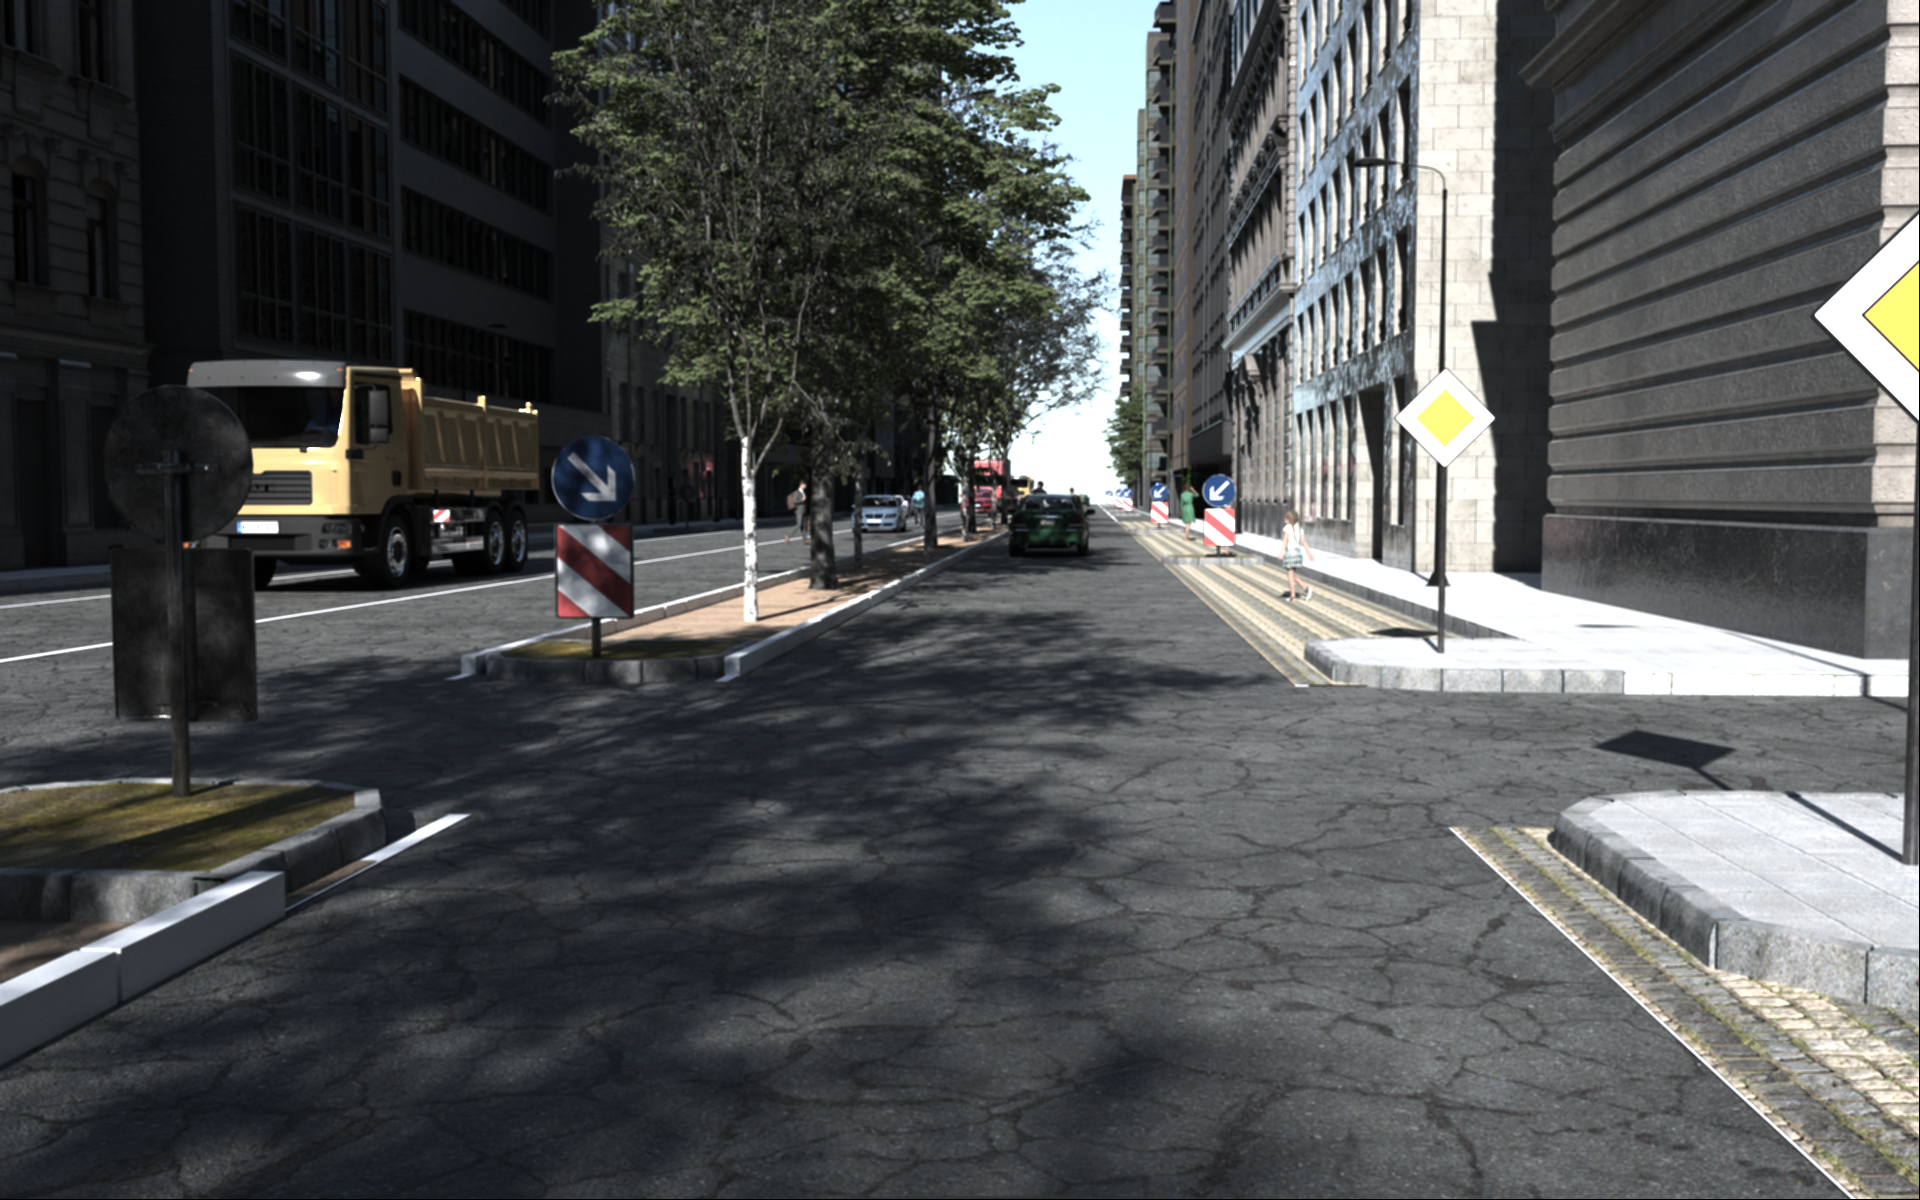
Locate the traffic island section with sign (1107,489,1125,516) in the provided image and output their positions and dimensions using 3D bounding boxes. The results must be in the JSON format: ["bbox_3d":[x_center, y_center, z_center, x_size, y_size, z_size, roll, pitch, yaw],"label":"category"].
[{"bbox_3d":[10.848,-6.415,113.521,1.989,1.847,2.006,0,4,4],"label":"traffic island section with sign"}]

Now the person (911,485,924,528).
[{"bbox_3d":[-1.734,-3.959,73.254,0.660,1.820,0.620,-1,4,-12],"label":"person"}]

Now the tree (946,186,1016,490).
[{"bbox_3d":[-0.715,-5.190,37.673,4.360,8.622,3.978,0,3,0],"label":"tree"}]

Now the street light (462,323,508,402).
[{"bbox_3d":[-13.006,-4.574,47.332,1.470,5.913,1.316,0,4,4],"label":"street light"}]

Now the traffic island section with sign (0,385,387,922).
[{"bbox_3d":[-3.353,0.085,6.741,2.006,1.907,1.989,0,4,4],"label":"traffic island section with sign"}]

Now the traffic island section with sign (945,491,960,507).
[{"bbox_3d":[-0.652,-11.533,197.184,1.989,1.847,2.006,0,4,4],"label":"traffic island section with sign"}]

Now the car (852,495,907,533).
[{"bbox_3d":[-2.998,-3.241,64.989,2.014,1.417,4.499,0,4,3],"label":"car"}]

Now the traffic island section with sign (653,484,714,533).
[{"bbox_3d":[-10.305,-3.449,65.012,1.989,1.847,2.006,0,4,4],"label":"traffic island section with sign"}]

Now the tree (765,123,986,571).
[{"bbox_3d":[-1.909,-4.848,32.086,4.737,8.622,4.395,0,3,0],"label":"tree"}]

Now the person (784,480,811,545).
[{"bbox_3d":[-4.564,-2.494,49.249,0.822,1.834,0.622,0,4,5],"label":"person"}]

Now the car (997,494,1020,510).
[{"bbox_3d":[4.220,-8.912,154.387,2.281,1.827,5.304,0,4,4],"label":"car"}]

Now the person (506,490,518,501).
[{"bbox_3d":[-11.615,-2.208,44.813,0.699,1.804,1.509,-1,4,-8],"label":"person"}]

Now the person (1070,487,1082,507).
[{"bbox_3d":[5.140,-4.218,78.139,0.731,1.740,0.598,1,4,10],"label":"person"}]

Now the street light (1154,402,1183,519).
[{"bbox_3d":[10.709,-7.042,87.673,1.470,5.913,1.316,0,4,4],"label":"street light"}]

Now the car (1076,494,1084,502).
[{"bbox_3d":[11.516,-10.098,175.318,2.015,1.641,3.980,0,4,3],"label":"car"}]

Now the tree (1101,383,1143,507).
[{"bbox_3d":[18.142,-15.753,175.692,7.486,12.596,7.792,0,3,0],"label":"tree"}]

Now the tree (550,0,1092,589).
[{"bbox_3d":[-1.980,-6.402,25.249,7.486,12.596,7.792,0,3,0],"label":"tree"}]

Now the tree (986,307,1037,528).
[{"bbox_3d":[0.113,-6.266,55.277,4.737,8.622,4.395,0,3,0],"label":"tree"}]

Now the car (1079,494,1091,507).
[{"bbox_3d":[13.959,-11.443,198.883,2.131,1.459,4.920,0,4,5],"label":"car"}]

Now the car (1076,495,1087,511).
[{"bbox_3d":[5.332,-4.706,86.735,2.009,1.686,4.222,0,4,6],"label":"car"}]

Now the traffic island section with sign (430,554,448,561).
[{"bbox_3d":[-12.305,-1.779,37.717,1.989,1.847,2.006,0,4,4],"label":"traffic island section with sign"}]

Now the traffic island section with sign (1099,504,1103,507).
[{"bbox_3d":[16.874,-11.455,195.910,1.989,1.847,2.006,0,4,4],"label":"traffic island section with sign"}]

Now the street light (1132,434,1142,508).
[{"bbox_3d":[14.132,-9.828,133.225,1.470,5.913,1.316,0,4,4],"label":"street light"}]

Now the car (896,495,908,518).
[{"bbox_3d":[-4.123,-5.602,103.960,2.083,1.381,4.827,0,4,2],"label":"car"}]

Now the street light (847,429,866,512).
[{"bbox_3d":[-7.439,-9.280,124.273,1.470,5.913,1.316,0,4,4],"label":"street light"}]

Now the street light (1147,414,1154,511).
[{"bbox_3d":[11.618,-7.849,100.880,1.470,5.913,1.316,0,4,4],"label":"street light"}]

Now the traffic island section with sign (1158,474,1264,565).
[{"bbox_3d":[5.158,-1.649,35.582,1.989,1.847,2.006,0,4,4],"label":"traffic island section with sign"}]

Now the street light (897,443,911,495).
[{"bbox_3d":[-5.079,-11.249,156.459,1.470,5.913,1.316,0,4,4],"label":"street light"}]

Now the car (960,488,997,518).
[{"bbox_3d":[1.169,-6.041,107.439,2.281,1.827,5.304,0,4,4],"label":"car"}]

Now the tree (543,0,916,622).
[{"bbox_3d":[-2.340,-4.042,18.906,4.360,8.622,3.978,0,3,0],"label":"tree"}]

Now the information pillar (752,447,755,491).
[{"bbox_3d":[-10.310,-5.811,86.360,0.183,3.616,0.504,0,4,0],"label":"information pillar"}]

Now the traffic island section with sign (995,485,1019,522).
[{"bbox_3d":[2.664,-4.950,89.068,2.006,1.907,1.989,0,4,4],"label":"traffic island section with sign"}]

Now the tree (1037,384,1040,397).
[{"bbox_3d":[1.368,-7.305,72.248,4.737,8.622,4.395,0,3,0],"label":"tree"}]

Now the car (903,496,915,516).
[{"bbox_3d":[-3.955,-6.144,113.033,1.945,1.354,3.894,0,4,6],"label":"car"}]

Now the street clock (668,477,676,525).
[{"bbox_3d":[-11.961,-4.121,71.941,0.358,2.002,0.471,0,4,4],"label":"street clock"}]

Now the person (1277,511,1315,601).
[{"bbox_3d":[4.430,-0.577,22.950,0.505,1.210,0.382,-3,5,-44],"label":"person"}]

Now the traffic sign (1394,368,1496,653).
[{"bbox_3d":[3.874,-0.628,13.904,0.795,2.450,0.064,0,4,4],"label":"traffic sign"}]

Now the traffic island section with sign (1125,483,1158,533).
[{"bbox_3d":[7.200,-3.370,63.728,1.989,1.847,2.006,0,4,4],"label":"traffic island section with sign"}]

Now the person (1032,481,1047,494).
[{"bbox_3d":[2.433,-2.861,55.080,0.655,1.846,0.447,-2,4,-32],"label":"person"}]

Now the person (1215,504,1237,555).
[{"bbox_3d":[6.176,-1.630,40.172,0.505,1.210,0.382,-2,4,-35],"label":"person"}]

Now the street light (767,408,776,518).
[{"bbox_3d":[-9.688,-7.293,91.782,1.470,5.913,1.316,0,4,4],"label":"street light"}]

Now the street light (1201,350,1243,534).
[{"bbox_3d":[8.438,-5.095,55.852,1.470,5.913,1.316,0,4,4],"label":"street light"}]

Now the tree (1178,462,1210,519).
[{"bbox_3d":[12.155,-5.881,90.760,1.663,3.219,1.824,0,3,0],"label":"tree"}]

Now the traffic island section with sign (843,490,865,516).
[{"bbox_3d":[-6.658,-6.511,115.080,1.989,1.847,2.006,0,4,4],"label":"traffic island section with sign"}]

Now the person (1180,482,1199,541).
[{"bbox_3d":[6.906,-2.681,52.588,0.600,1.795,0.529,2,4,32],"label":"person"}]

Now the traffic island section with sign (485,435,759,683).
[{"bbox_3d":[-2.804,-0.366,14.128,2.006,1.907,1.989,0,4,4],"label":"traffic island section with sign"}]

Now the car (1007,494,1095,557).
[{"bbox_3d":[2.139,-1.788,41.028,2.131,1.459,4.920,0,4,4],"label":"car"}]

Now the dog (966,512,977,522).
[{"bbox_3d":[0.565,-4.274,89.165,0.406,0.507,0.540,3,5,39],"label":"dog"}]

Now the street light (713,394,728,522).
[{"bbox_3d":[-10.618,-6.520,79.145,1.470,5.913,1.316,0,4,4],"label":"street light"}]

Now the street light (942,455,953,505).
[{"bbox_3d":[-1.447,-14.332,206.874,1.470,5.913,1.316,0,4,4],"label":"street light"}]

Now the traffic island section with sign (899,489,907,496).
[{"bbox_3d":[-4.684,-8.155,141.964,1.989,1.847,2.006,0,4,4],"label":"traffic island section with sign"}]

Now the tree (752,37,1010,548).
[{"bbox_3d":[-0.787,-8.134,45.820,12.009,13.543,11.850,0,3,0],"label":"tree"}]

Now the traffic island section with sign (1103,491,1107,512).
[{"bbox_3d":[12.812,-8.063,140.450,1.989,1.847,2.006,0,4,4],"label":"traffic island section with sign"}]

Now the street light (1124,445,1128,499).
[{"bbox_3d":[16.316,-11.775,165.069,1.470,5.913,1.316,0,4,4],"label":"street light"}]

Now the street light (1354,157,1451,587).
[{"bbox_3d":[6.134,-3.149,24.033,1.470,5.913,1.316,0,4,4],"label":"street light"}]

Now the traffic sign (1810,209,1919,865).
[{"bbox_3d":[3.292,-0.141,5.941,0.795,2.450,0.064,0,4,4],"label":"traffic sign"}]
